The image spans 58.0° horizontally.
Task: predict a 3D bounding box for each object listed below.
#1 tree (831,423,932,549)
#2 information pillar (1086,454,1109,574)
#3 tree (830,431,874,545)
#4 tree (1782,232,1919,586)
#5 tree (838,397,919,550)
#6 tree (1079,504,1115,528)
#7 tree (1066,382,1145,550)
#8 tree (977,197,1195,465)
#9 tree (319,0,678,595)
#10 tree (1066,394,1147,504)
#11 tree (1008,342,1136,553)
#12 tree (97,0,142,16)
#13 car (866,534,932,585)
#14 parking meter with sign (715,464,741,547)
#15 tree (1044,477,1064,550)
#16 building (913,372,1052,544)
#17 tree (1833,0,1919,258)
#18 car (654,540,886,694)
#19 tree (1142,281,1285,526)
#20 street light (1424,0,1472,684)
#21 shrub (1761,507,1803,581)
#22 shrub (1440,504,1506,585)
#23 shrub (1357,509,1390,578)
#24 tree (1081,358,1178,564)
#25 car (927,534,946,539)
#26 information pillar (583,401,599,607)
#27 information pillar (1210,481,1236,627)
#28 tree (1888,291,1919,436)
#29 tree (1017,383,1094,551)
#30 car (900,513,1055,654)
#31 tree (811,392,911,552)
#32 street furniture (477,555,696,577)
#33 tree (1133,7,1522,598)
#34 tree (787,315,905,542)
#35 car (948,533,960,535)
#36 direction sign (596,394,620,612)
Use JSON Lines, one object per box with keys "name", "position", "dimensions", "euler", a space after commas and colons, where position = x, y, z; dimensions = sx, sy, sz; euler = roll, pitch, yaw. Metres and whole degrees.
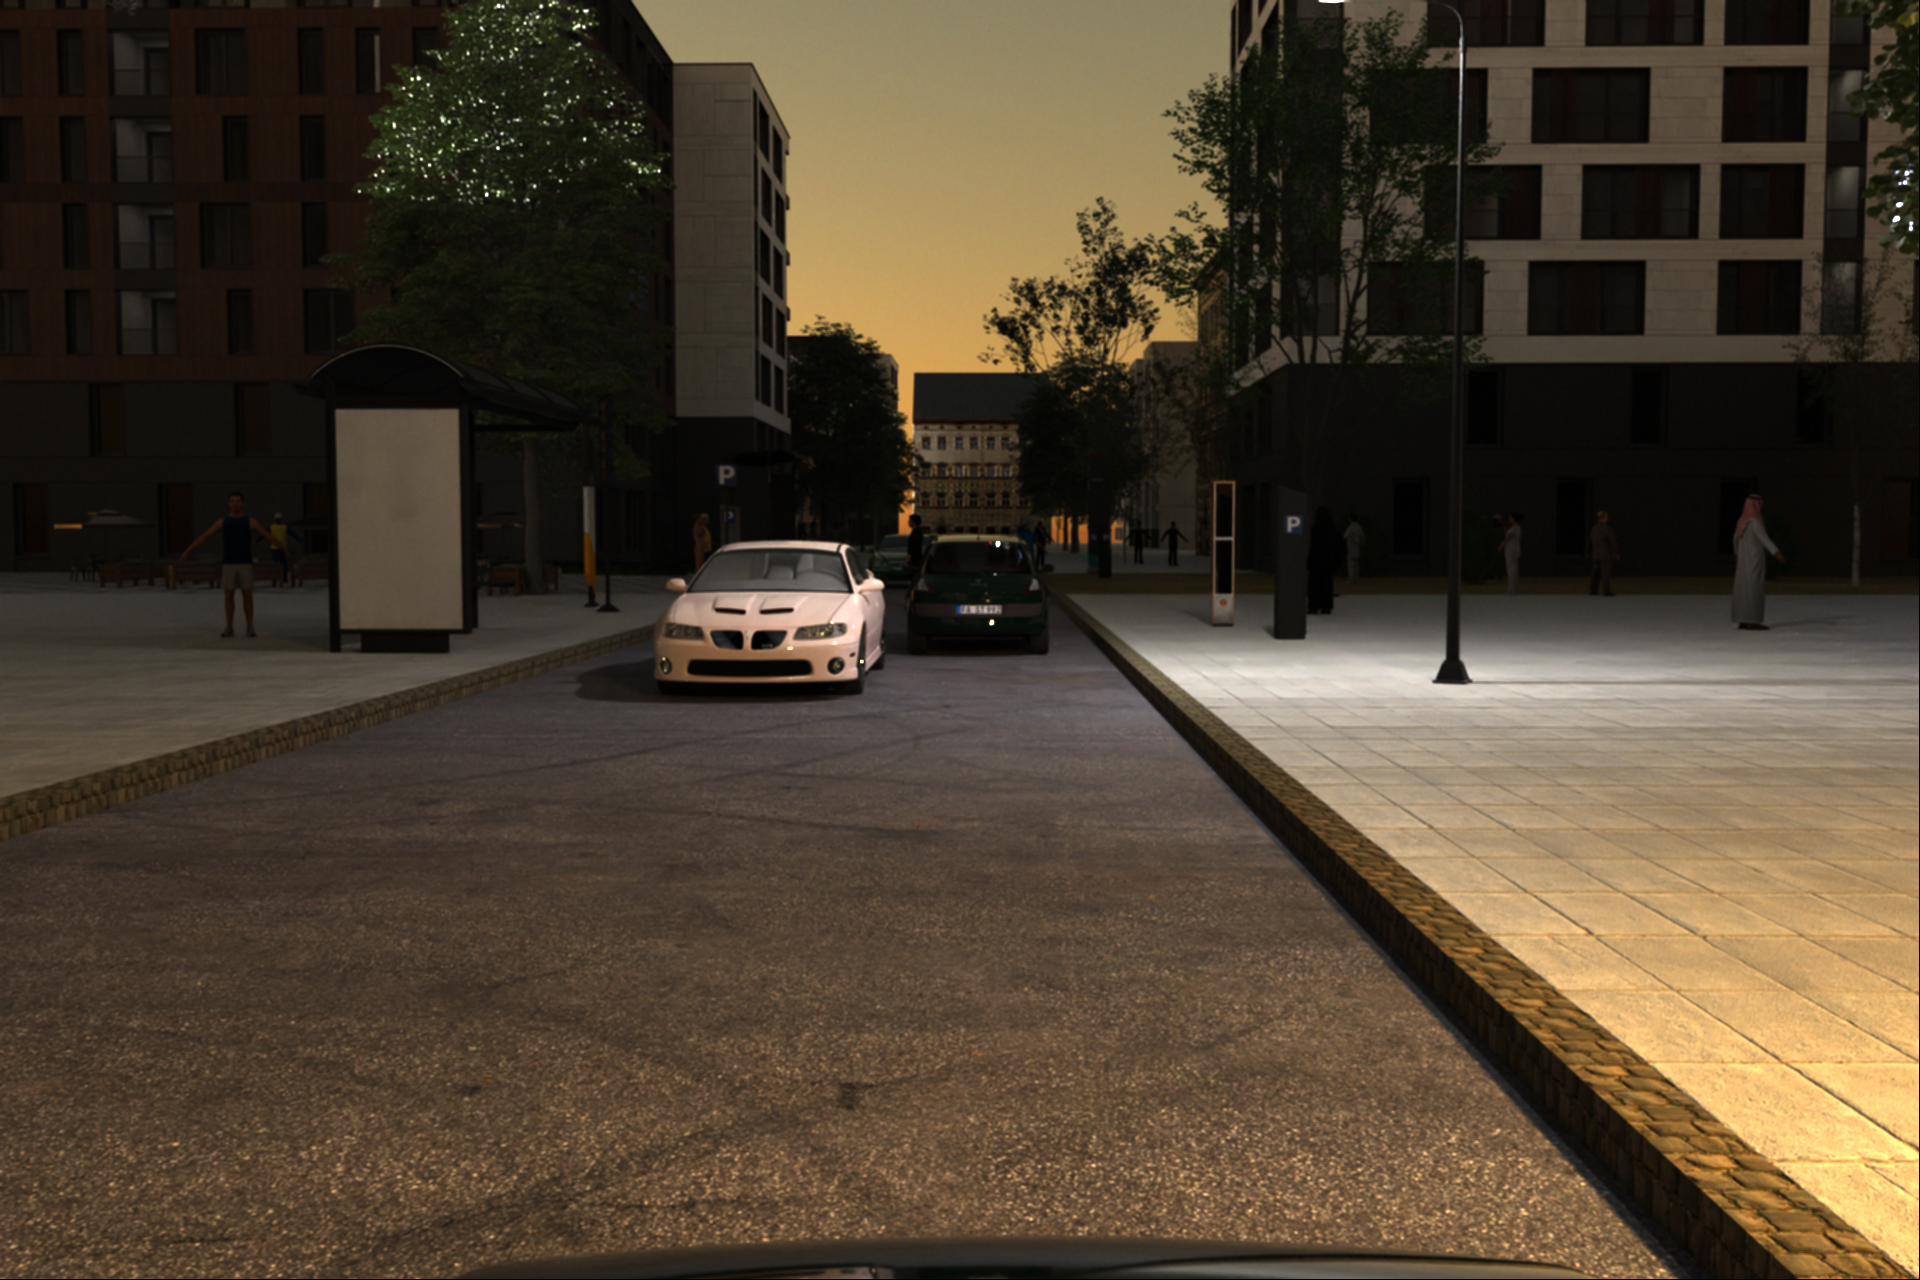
{"name": "tree", "position": [-6.464, -12.278, 135.152], "dimensions": [8.767, 10.594, 7.601], "euler": [0, 4, -3]}
{"name": "information pillar", "position": [4.516, -4.107, 56.533], "dimensions": [0.750, 3.857, 0.750], "euler": [0, 4, 0]}
{"name": "tree", "position": [-7.544, -10.156, 116.420], "dimensions": [4.737, 8.622, 4.395], "euler": [0, 3, 0]}
{"name": "tree", "position": [22.010, -5.650, 42.734], "dimensions": [4.360, 8.622, 3.978], "euler": [0, 3, 0]}
{"name": "tree", "position": [-7.046, -13.801, 143.777], "dimensions": [7.486, 12.596, 7.792], "euler": [0, 3, 0]}
{"name": "tree", "position": [18.879, -19.234, 232.597], "dimensions": [7.486, 12.596, 7.792], "euler": [0, 3, 0]}
{"name": "tree", "position": [7.190, -8.130, 83.290], "dimensions": [4.737, 8.622, 4.395], "euler": [0, 3, 0]}
{"name": "tree", "position": [7.252, -14.948, 100.295], "dimensions": [12.611, 20.169, 13.585], "euler": [0, 3, 0]}
{"name": "tree", "position": [-9.267, -7.198, 35.814], "dimensions": [7.486, 12.596, 7.792], "euler": [0, 3, 0]}
{"name": "tree", "position": [7.052, -8.499, 89.313], "dimensions": [4.360, 8.622, 3.978], "euler": [0, 3, 0]}
{"name": "tree", "position": [7.844, -12.839, 116.575], "dimensions": [9.857, 13.997, 8.962], "euler": [0, 3, 0]}
{"name": "tree", "position": [-8.946, -6.108, 10.239], "dimensions": [12.009, 13.543, 11.850], "euler": [0, 3, 0]}
{"name": "car", "position": [-1.445, -2.162, 47.148], "dimensions": [2.131, 1.459, 4.920], "euler": [0, 4, 1]}
{"name": "parking meter with sign", "position": [-5.819, -2.926, 44.106], "dimensions": [0.543, 3.016, 1.738], "euler": [0, 3, 0]}
{"name": "tree", "position": [7.889, -11.810, 143.455], "dimensions": [4.360, 8.622, 3.978], "euler": [0, 3, 0]}
{"name": "building", "position": [2.861, -24.522, 234.314], "dimensions": [18.063, 23.208, 19.493], "euler": [0, 4, 0]}
{"name": "tree", "position": [6.033, -5.466, 7.494], "dimensions": [7.486, 12.596, 7.792], "euler": [0, 3, 0]}
{"name": "car", "position": [-1.750, -0.286, 17.030], "dimensions": [2.083, 1.381, 4.827], "euler": [0, 4, 1]}
{"name": "tree", "position": [7.768, -6.073, 49.662], "dimensions": [4.360, 8.622, 3.978], "euler": [0, 3, 0]}
{"name": "street light", "position": [4.794, -2.582, 14.763], "dimensions": [1.470, 5.913, 1.316], "euler": [0, 4, 1]}
{"name": "shrub", "position": [22.373, -2.660, 47.914], "dimensions": [1.690, 2.028, 1.600], "euler": [0, 3, 0]}
{"name": "shrub", "position": [13.041, -2.452, 44.130], "dimensions": [1.661, 2.075, 1.752], "euler": [0, 3, 0]}
{"name": "shrub", "position": [11.877, -2.851, 51.028], "dimensions": [1.690, 2.028, 1.600], "euler": [0, 3, 0]}
{"name": "tree", "position": [6.779, -7.538, 73.608], "dimensions": [4.360, 8.622, 3.978], "euler": [0, 3, 0]}
{"name": "car", "position": [-1.191, -4.717, 86.905], "dimensions": [2.009, 1.686, 4.222], "euler": [0, 4, 1]}
{"name": "information pillar", "position": [-6.514, -2.390, 30.438], "dimensions": [0.183, 3.616, 0.504], "euler": [0, 4, 2]}
{"name": "information pillar", "position": [3.648, -1.198, 24.074], "dimensions": [0.304, 2.012, 0.304], "euler": [0, 4, 1]}
{"name": "tree", "position": [27.620, -5.958, 47.769], "dimensions": [4.737, 8.622, 4.395], "euler": [0, 3, 0]}
{"name": "tree", "position": [7.956, -12.943, 129.752], "dimensions": [7.486, 12.596, 7.792], "euler": [0, 3, 0]}
{"name": "car", "position": [0.225, -0.748, 22.013], "dimensions": [2.009, 1.686, 4.222], "euler": [0, 4, 0]}
{"name": "tree", "position": [-7.157, -12.152, 124.438], "dimensions": [9.928, 11.665, 9.643], "euler": [0, 3, 0]}
{"name": "street furniture", "position": [-11.873, -2.349, 54.033], "dimensions": [10.072, 0.657, 5.734], "euler": [0, 4, -7]}
{"name": "tree", "position": [7.237, -6.686, 35.068], "dimensions": [9.928, 11.665, 9.643], "euler": [0, 3, 0]}
{"name": "tree", "position": [-7.926, -11.988, 102.665], "dimensions": [9.857, 13.997, 8.962], "euler": [0, 3, 0]}
{"name": "car", "position": [-0.312, -7.608, 133.437], "dimensions": [2.155, 1.783, 4.494], "euler": [0, 4, 1]}
{"name": "direction sign", "position": [-5.821, -2.235, 28.538], "dimensions": [0.379, 3.537, 0.876], "euler": [0, 4, 2]}
